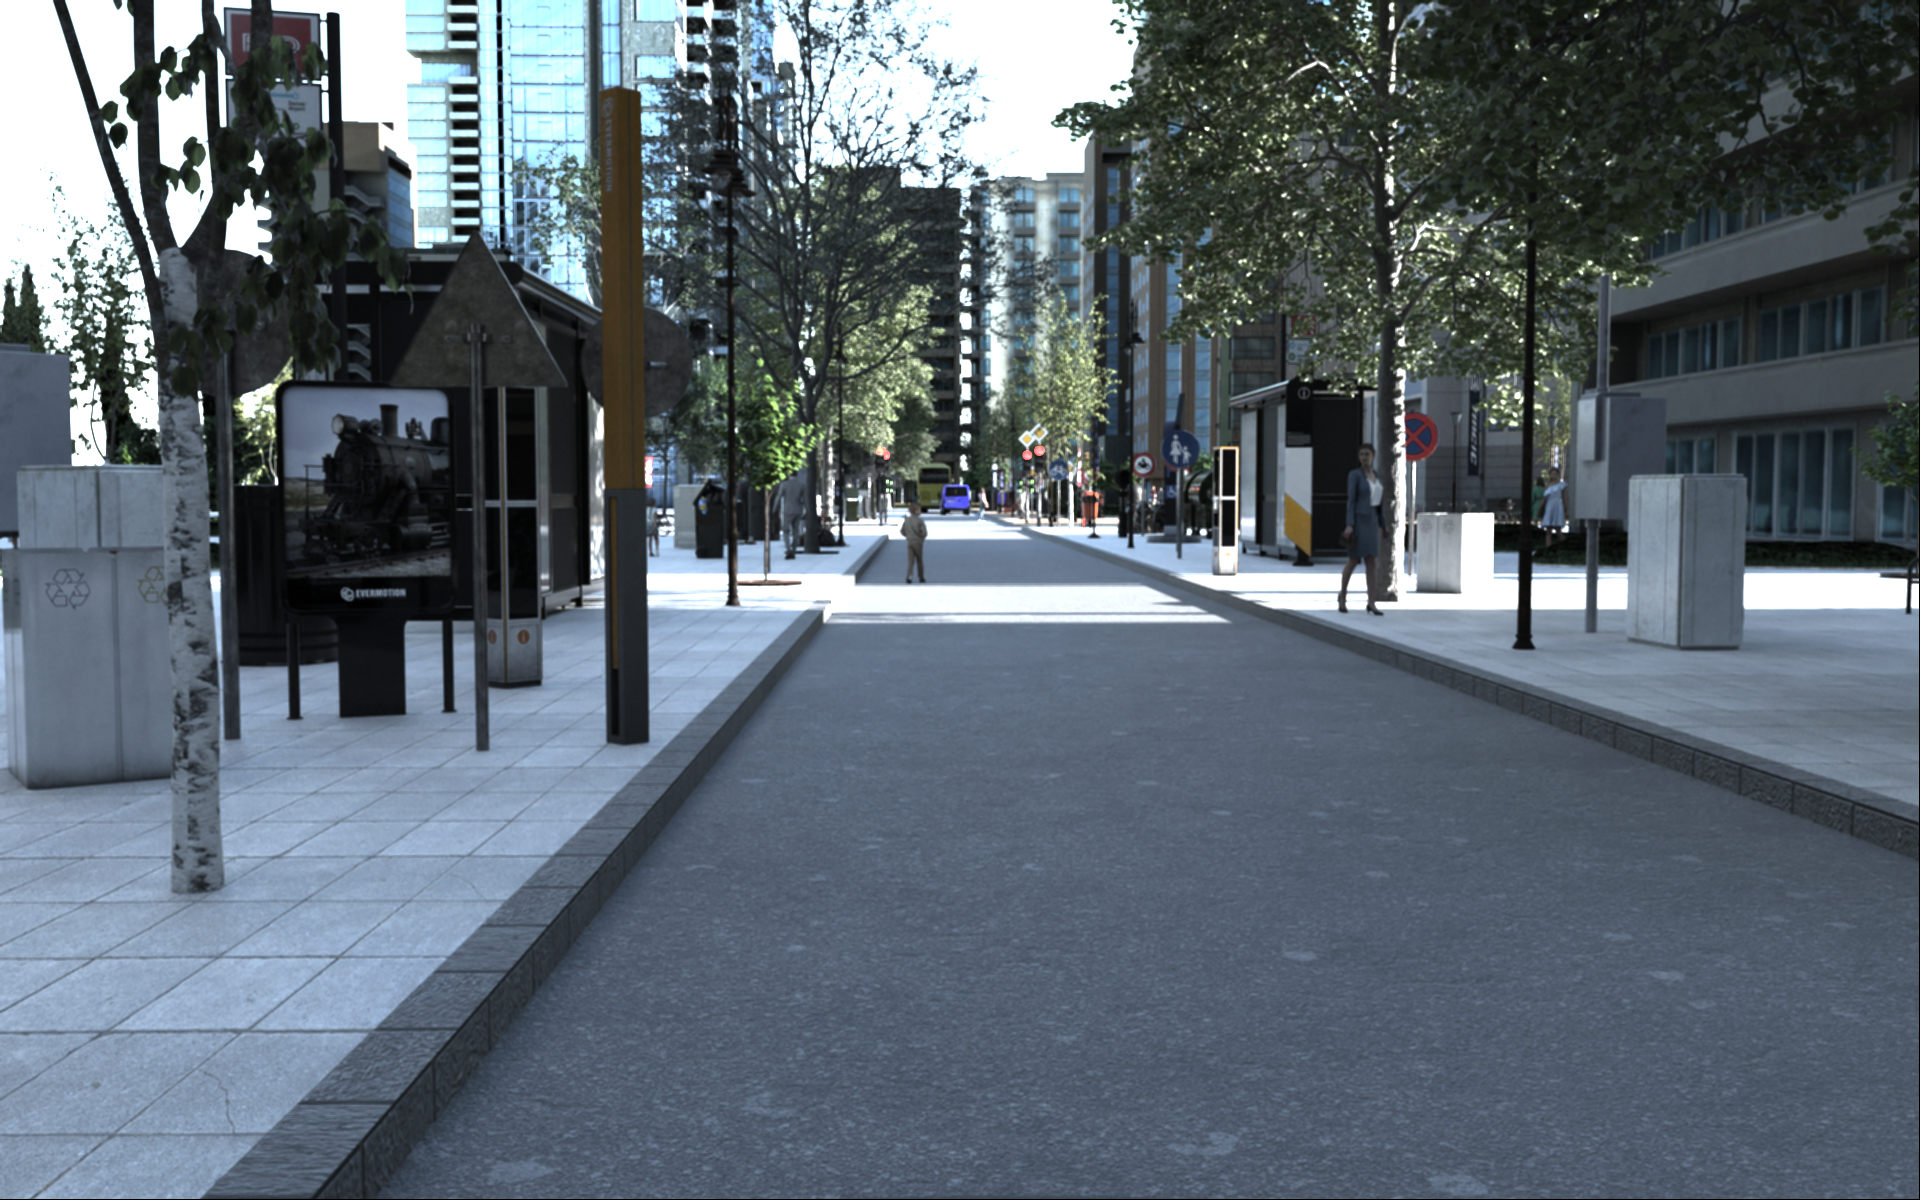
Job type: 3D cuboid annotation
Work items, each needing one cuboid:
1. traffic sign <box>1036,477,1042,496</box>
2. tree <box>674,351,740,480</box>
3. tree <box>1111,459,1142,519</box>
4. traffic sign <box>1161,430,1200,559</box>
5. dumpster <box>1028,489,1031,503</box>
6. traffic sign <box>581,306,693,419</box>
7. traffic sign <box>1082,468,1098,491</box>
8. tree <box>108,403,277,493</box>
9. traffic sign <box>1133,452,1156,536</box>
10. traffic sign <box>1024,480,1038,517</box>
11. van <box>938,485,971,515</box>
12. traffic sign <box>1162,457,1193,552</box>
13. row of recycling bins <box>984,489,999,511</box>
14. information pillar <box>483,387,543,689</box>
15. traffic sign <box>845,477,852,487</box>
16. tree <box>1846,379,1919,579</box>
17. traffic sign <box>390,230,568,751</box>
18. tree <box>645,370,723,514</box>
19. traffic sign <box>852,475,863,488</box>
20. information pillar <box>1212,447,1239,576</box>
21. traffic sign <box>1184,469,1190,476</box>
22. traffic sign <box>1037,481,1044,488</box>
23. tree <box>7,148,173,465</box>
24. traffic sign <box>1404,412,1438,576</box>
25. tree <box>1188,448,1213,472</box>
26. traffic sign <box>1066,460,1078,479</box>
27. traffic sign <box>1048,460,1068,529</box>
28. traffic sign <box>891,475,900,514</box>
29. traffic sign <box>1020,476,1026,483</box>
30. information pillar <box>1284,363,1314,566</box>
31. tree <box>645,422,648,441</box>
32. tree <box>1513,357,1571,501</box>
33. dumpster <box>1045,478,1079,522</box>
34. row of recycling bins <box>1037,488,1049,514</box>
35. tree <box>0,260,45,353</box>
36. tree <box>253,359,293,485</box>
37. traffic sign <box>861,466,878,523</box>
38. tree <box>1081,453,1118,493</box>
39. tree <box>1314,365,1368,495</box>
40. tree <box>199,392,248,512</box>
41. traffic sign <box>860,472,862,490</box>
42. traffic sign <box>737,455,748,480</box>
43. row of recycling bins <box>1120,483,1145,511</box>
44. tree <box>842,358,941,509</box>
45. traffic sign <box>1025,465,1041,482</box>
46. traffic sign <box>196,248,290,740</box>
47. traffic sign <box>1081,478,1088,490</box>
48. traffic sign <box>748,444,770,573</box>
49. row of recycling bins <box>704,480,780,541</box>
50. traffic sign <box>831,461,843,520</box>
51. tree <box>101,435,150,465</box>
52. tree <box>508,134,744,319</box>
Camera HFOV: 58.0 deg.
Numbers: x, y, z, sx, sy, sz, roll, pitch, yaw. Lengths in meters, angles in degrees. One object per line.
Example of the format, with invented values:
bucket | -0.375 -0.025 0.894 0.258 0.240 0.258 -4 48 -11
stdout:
traffic sign | 5.313 -7.314 119.693 0.768 2.556 0.104 0 4 0
tree | -17.075 -12.211 125.399 9.928 11.665 9.643 0 3 0
tree | 8.687 -5.720 88.131 1.663 3.219 1.824 0 3 0
traffic sign | 4.373 -2.099 34.425 0.768 2.556 0.104 0 4 7
dumpster | 5.277 -8.387 142.894 1.264 1.857 1.865 0 4 -1
traffic sign | -2.193 -0.713 11.757 0.768 2.556 0.104 0 4 2
traffic sign | 5.841 -4.747 77.724 0.768 2.556 0.104 0 4 6
tree | -42.509 -8.681 104.839 11.467 7.101 20.602 0 4 -6
traffic sign | 5.587 -3.226 52.852 0.768 2.556 0.104 0 4 5
traffic sign | 3.985 -5.897 96.423 0.884 2.594 0.081 0 4 3
van | -0.363 -7.054 119.712 2.240 2.365 5.245 0 4 -3
traffic sign | 4.870 -2.354 38.598 0.768 2.556 0.104 0 4 3
row of recycling bins | 2.469 -7.878 135.915 1.069 1.692 3.534 1 4 11
information pillar | -3.004 -0.431 11.532 0.304 2.012 0.304 3 5 40
traffic sign | -8.553 -8.095 132.459 0.768 2.556 0.104 0 4 7
tree | 14.803 -1.953 26.538 1.663 3.219 1.824 0 3 0
traffic sign | -2.389 -0.526 8.597 0.884 2.594 0.081 0 4 1
tree | -18.567 -10.765 110.412 7.601 10.594 8.767 -1 4 -20
traffic sign | -6.722 -6.939 113.566 0.768 2.556 0.104 0 4 6
information pillar | 4.160 -1.388 27.181 0.304 2.012 0.304 -1 4 -13
traffic sign | 7.366 -3.560 58.213 0.884 2.594 0.081 0 4 2
traffic sign | 6.099 -7.940 131.945 0.606 2.300 0.079 0 4 8
tree | -18.505 -5.327 37.455 4.737 8.622 4.395 0 3 0
traffic sign | 7.039 -1.644 26.980 0.768 2.556 0.104 0 4 4
tree | 17.273 -8.536 123.276 4.285 4.588 4.351 0 3 0
traffic sign | 4.264 -4.132 67.283 0.795 2.593 0.064 0 4 3
traffic sign | 3.656 -3.920 64.199 0.768 2.556 0.104 0 4 1
traffic sign | -4.294 -6.880 112.591 0.768 2.556 0.104 0 4 4
traffic sign | 4.207 -6.799 111.268 0.768 2.556 0.104 0 4 0
information pillar | 6.037 -2.411 30.783 0.504 3.616 0.183 2 4 24
tree | -19.944 -9.174 100.355 4.737 8.622 4.395 0 3 0
tree | 30.349 -8.418 87.992 4.737 8.622 4.395 0 3 0
dumpster | 4.680 -4.682 79.041 1.502 2.255 1.985 0 4 -1
row of recycling bins | 5.738 -6.499 113.374 1.069 1.692 3.534 -1 4 -10
tree | -55.589 -12.184 101.035 13.155 14.587 18.604 0 4 -4
tree | -31.088 -7.841 78.555 4.737 8.622 4.395 0 3 0
traffic sign | -4.071 -4.742 77.636 0.768 2.556 0.104 0 4 8
tree | 11.338 -9.439 138.044 4.285 4.588 4.351 0 3 0
tree | 20.976 -9.064 98.563 4.360 8.622 3.978 0 3 0
tree | -55.458 -13.821 127.801 13.155 14.587 18.604 0 4 2
traffic sign | -7.053 -9.014 141.255 2.265 3.308 0.079 0 4 0
traffic sign | -6.467 -3.188 52.231 0.768 2.556 0.104 0 4 -1
row of recycling bins | 6.735 -3.689 67.422 1.069 1.692 3.534 0 4 5
tree | -6.768 -15.776 164.586 9.857 13.997 8.962 0 3 0
traffic sign | 3.348 -4.880 79.526 0.795 2.593 0.064 0 4 3
traffic sign | -3.816 -0.544 9.004 0.768 2.556 0.104 0 4 3
traffic sign | 7.676 -6.363 104.138 0.768 2.556 0.104 0 4 5
traffic sign | -3.132 -1.714 28.122 0.768 2.556 0.104 0 4 1
row of recycling bins | -6.200 -2.555 48.889 1.069 1.692 3.534 -3 4 -37
traffic sign | -4.928 -4.094 67.047 0.768 2.556 0.104 0 4 5
tree | -27.253 -3.791 56.579 1.663 3.219 1.824 0 3 0
tree | -17.344 -14.302 89.723 12.611 20.169 13.585 0 3 0
